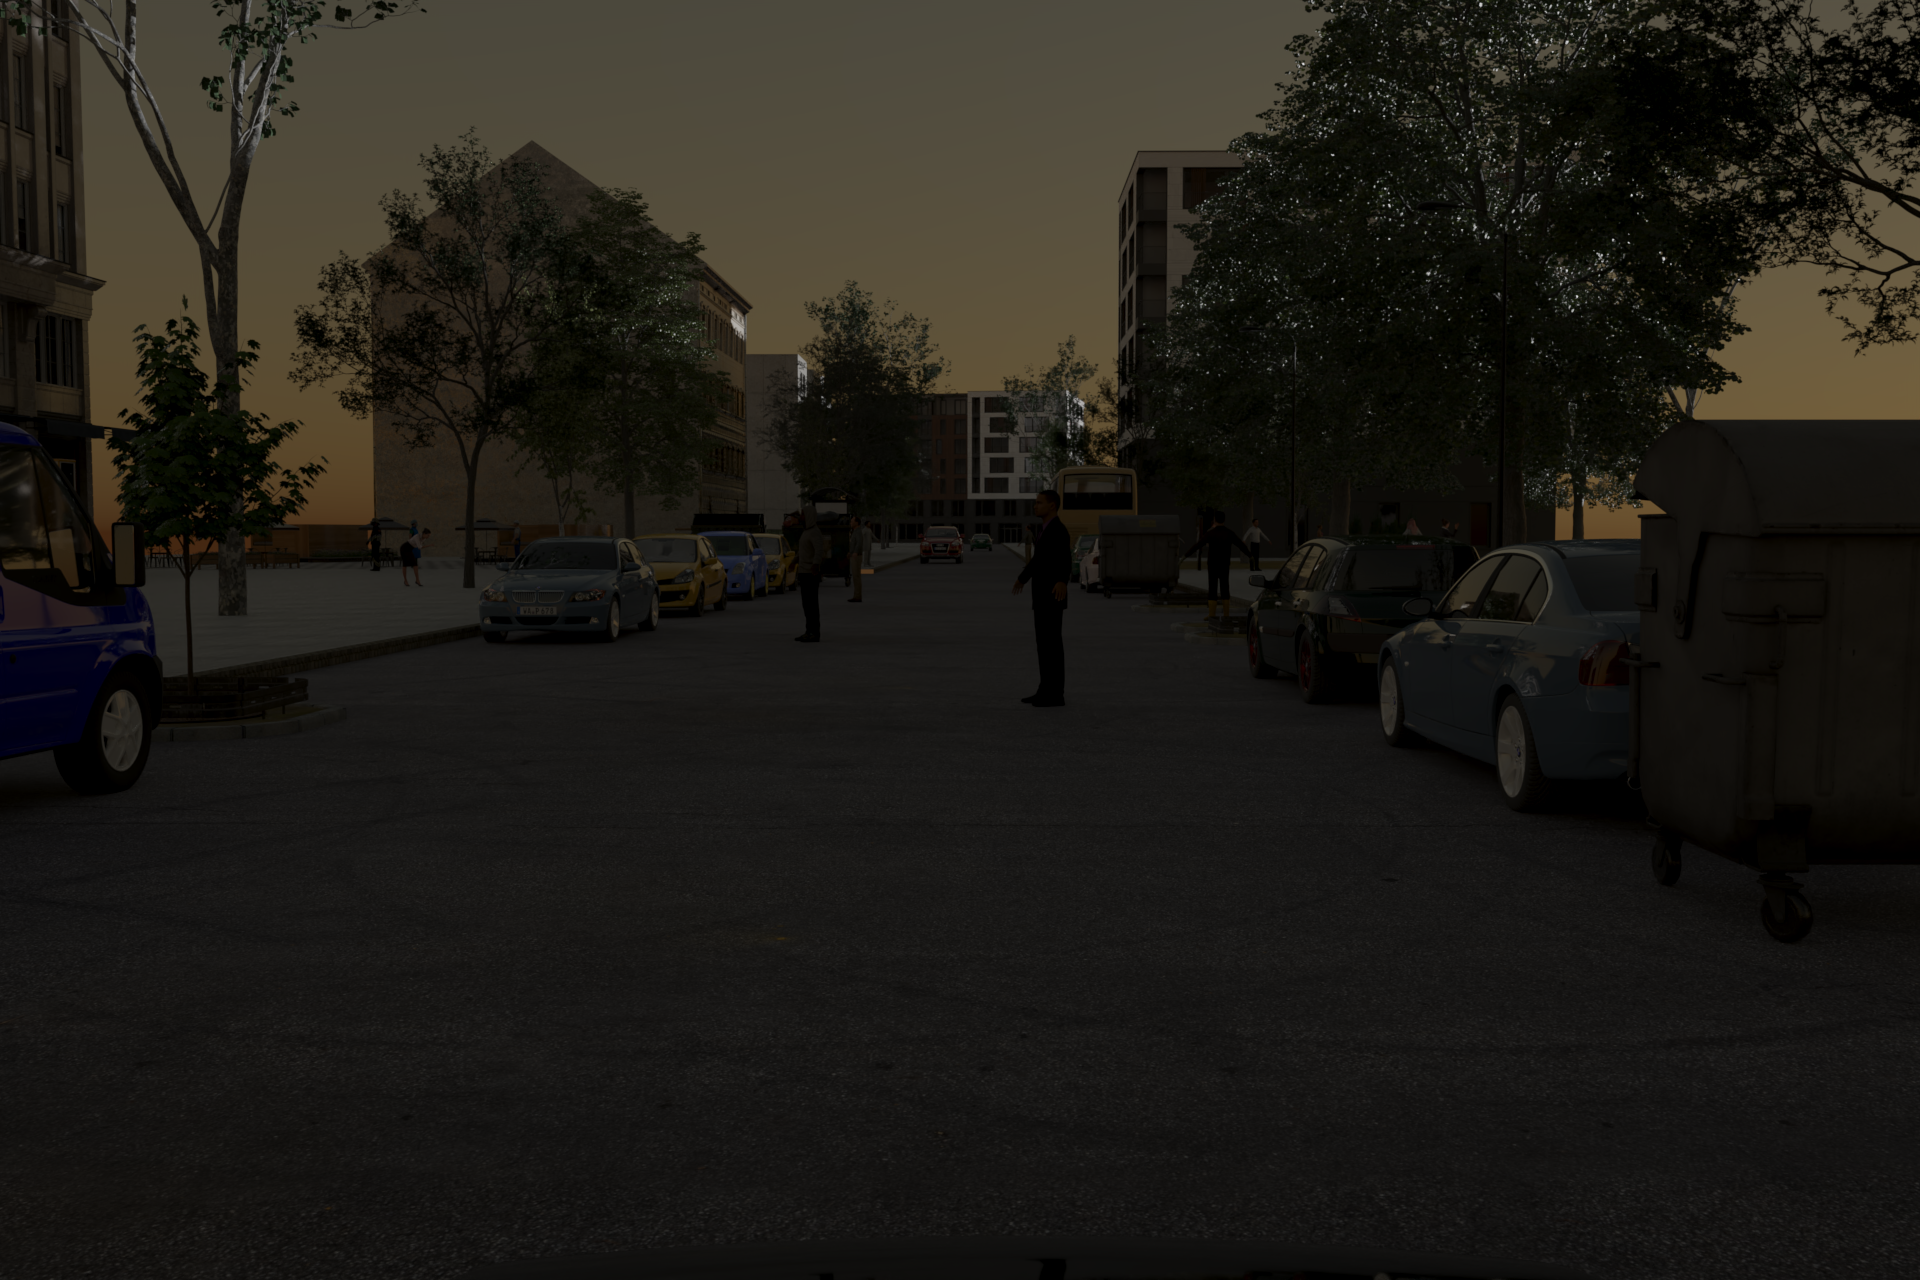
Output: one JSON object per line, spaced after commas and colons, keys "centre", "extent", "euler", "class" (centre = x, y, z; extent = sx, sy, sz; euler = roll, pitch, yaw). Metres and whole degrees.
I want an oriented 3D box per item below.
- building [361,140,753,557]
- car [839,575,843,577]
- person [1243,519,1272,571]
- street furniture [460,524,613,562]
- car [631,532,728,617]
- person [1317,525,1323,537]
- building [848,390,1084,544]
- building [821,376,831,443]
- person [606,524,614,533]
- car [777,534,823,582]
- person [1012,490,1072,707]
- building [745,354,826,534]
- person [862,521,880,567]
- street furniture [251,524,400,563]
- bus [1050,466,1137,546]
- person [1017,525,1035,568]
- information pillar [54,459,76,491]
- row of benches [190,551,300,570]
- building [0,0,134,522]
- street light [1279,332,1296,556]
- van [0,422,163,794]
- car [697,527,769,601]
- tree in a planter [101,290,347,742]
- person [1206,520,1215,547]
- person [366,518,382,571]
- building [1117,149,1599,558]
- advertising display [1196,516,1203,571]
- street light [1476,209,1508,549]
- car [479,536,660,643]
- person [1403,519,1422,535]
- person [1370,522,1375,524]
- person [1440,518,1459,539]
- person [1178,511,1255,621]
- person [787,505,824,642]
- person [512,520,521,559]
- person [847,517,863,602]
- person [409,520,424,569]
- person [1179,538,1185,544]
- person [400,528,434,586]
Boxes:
{"centre": [-23.657, -16.840, 106.257], "extent": [19.493, 23.208, 18.063], "euler": [0, 4, 1], "class": "building"}
{"centre": [-4.632, -3.057, 58.786], "extent": [1.959, 1.807, 4.718], "euler": [0, 4, 1], "class": "car"}
{"centre": [10.247, -3.296, 60.043], "extent": [1.344, 1.810, 0.704], "euler": [-2, 4, -34], "class": "person"}
{"centre": [-17.919, -4.610, 82.227], "extent": [9.812, 1.723, 11.010], "euler": [1, 4, 8], "class": "street furniture"}
{"centre": [-5.277, -1.281, 31.164], "extent": [2.015, 1.641, 3.980], "euler": [0, 4, 1], "class": "car"}
{"centre": [17.339, -4.663, 83.047], "extent": [0.721, 1.733, 1.217], "euler": [0, 4, 1], "class": "person"}
{"centre": [1.309, -25.283, 259.807], "extent": [32.646, 21.610, 27.936], "euler": [1, 4, 10], "class": "building"}
{"centre": [-21.470, -21.505, 208.018], "extent": [16.016, 20.090, 11.380], "euler": [0, 4, 1], "class": "building"}
{"centre": [-19.278, -5.448, 94.859], "extent": [0.705, 1.856, 1.354], "euler": [1, 4, 11], "class": "person"}
{"centre": [-4.955, -2.472, 50.198], "extent": [2.009, 1.686, 4.222], "euler": [0, 4, 1], "class": "car"}
{"centre": [0.718, -0.357, 14.511], "extent": [0.704, 1.802, 1.346], "euler": [-1, 4, -14], "class": "person"}
{"centre": [-24.051, -19.548, 186.061], "extent": [16.747, 18.905, 31.486], "euler": [0, 4, 1], "class": "building"}
{"centre": [-3.629, -3.807, 68.433], "extent": [0.705, 1.806, 1.347], "euler": [2, 4, 30], "class": "person"}
{"centre": [-29.623, -4.582, 81.768], "extent": [9.812, 1.723, 11.010], "euler": [1, 4, 14], "class": "street furniture"}
{"centre": [4.540, -4.270, 61.356], "extent": [2.896, 3.916, 12.252], "euler": [0, 4, 1], "class": "bus"}
{"centre": [2.840, -3.912, 72.690], "extent": [0.705, 1.796, 1.348], "euler": [2, 4, 32], "class": "person"}
{"centre": [-8.923, -0.770, 17.085], "extent": [0.304, 2.012, 0.304], "euler": [0, 4, 2], "class": "information pillar"}
{"centre": [-26.273, -2.939, 63.514], "extent": [1.422, 0.672, 4.104], "euler": [3, 4, 39], "class": "row of benches"}
{"centre": [-31.544, -18.348, 46.104], "extent": [12.429, 33.558, 17.177], "euler": [0, 4, 1], "class": "building"}
{"centre": [8.014, -4.054, 38.823], "extent": [1.470, 5.913, 1.316], "euler": [0, 4, 1], "class": "street light"}
{"centre": [-5.594, -0.213, 7.862], "extent": [2.240, 2.365, 5.245], "euler": [0, 4, 0], "class": "van"}
{"centre": [-5.268, -1.764, 38.427], "extent": [1.945, 1.707, 3.694], "euler": [0, 4, 1], "class": "car"}
{"centre": [-5.754, -0.956, 12.855], "extent": [1.991, 3.239, 1.994], "euler": [0, 4, 1], "class": "tree in a planter"}
{"centre": [8.940, -3.273, 60.081], "extent": [0.750, 1.759, 0.617], "euler": [-1, 4, -8], "class": "person"}
{"centre": [-20.248, -3.306, 59.914], "extent": [0.704, 1.845, 1.351], "euler": [-2, 4, -34], "class": "person"}
{"centre": [23.669, -16.193, 108.732], "extent": [27.936, 21.610, 32.646], "euler": [0, 4, 1], "class": "building"}
{"centre": [8.411, -3.407, 60.912], "extent": [0.123, 1.923, 0.974], "euler": [0, 4, 1], "class": "advertising display"}
{"centre": [8.148, -3.164, 24.273], "extent": [1.470, 5.913, 1.316], "euler": [0, 4, 1], "class": "street light"}
{"centre": [-5.396, -0.759, 24.417], "extent": [2.014, 1.417, 4.499], "euler": [0, 4, 1], "class": "car"}
{"centre": [15.583, -3.284, 59.840], "extent": [1.347, 1.811, 0.704], "euler": [-2, 4, -28], "class": "person"}
{"centre": [17.308, -4.061, 72.340], "extent": [0.705, 1.837, 1.347], "euler": [0, 4, 5], "class": "person"}
{"centre": [13.739, -2.549, 48.517], "extent": [0.445, 1.727, 0.742], "euler": [-3, 4, -37], "class": "person"}
{"centre": [4.254, -1.219, 28.523], "extent": [1.346, 1.812, 0.704], "euler": [-1, 4, -12], "class": "person"}
{"centre": [-2.026, -0.885, 23.048], "extent": [0.705, 1.813, 1.348], "euler": [-1, 4, -20], "class": "person"}
{"centre": [-17.649, -3.856, 68.895], "extent": [0.705, 1.847, 1.347], "euler": [0, 4, -8], "class": "person"}
{"centre": [-2.209, -1.698, 36.490], "extent": [0.705, 1.796, 1.348], "euler": [-1, 4, -9], "class": "person"}
{"centre": [-20.160, -3.547, 64.126], "extent": [0.704, 1.817, 1.347], "euler": [0, 4, 1], "class": "person"}
{"centre": [11.400, -5.043, 91.717], "extent": [0.991, 1.433, 0.599], "euler": [1, 4, 9], "class": "person"}
{"centre": [-13.305, -2.032, 42.447], "extent": [0.799, 1.438, 0.628], "euler": [-1, 4, -21], "class": "person"}
